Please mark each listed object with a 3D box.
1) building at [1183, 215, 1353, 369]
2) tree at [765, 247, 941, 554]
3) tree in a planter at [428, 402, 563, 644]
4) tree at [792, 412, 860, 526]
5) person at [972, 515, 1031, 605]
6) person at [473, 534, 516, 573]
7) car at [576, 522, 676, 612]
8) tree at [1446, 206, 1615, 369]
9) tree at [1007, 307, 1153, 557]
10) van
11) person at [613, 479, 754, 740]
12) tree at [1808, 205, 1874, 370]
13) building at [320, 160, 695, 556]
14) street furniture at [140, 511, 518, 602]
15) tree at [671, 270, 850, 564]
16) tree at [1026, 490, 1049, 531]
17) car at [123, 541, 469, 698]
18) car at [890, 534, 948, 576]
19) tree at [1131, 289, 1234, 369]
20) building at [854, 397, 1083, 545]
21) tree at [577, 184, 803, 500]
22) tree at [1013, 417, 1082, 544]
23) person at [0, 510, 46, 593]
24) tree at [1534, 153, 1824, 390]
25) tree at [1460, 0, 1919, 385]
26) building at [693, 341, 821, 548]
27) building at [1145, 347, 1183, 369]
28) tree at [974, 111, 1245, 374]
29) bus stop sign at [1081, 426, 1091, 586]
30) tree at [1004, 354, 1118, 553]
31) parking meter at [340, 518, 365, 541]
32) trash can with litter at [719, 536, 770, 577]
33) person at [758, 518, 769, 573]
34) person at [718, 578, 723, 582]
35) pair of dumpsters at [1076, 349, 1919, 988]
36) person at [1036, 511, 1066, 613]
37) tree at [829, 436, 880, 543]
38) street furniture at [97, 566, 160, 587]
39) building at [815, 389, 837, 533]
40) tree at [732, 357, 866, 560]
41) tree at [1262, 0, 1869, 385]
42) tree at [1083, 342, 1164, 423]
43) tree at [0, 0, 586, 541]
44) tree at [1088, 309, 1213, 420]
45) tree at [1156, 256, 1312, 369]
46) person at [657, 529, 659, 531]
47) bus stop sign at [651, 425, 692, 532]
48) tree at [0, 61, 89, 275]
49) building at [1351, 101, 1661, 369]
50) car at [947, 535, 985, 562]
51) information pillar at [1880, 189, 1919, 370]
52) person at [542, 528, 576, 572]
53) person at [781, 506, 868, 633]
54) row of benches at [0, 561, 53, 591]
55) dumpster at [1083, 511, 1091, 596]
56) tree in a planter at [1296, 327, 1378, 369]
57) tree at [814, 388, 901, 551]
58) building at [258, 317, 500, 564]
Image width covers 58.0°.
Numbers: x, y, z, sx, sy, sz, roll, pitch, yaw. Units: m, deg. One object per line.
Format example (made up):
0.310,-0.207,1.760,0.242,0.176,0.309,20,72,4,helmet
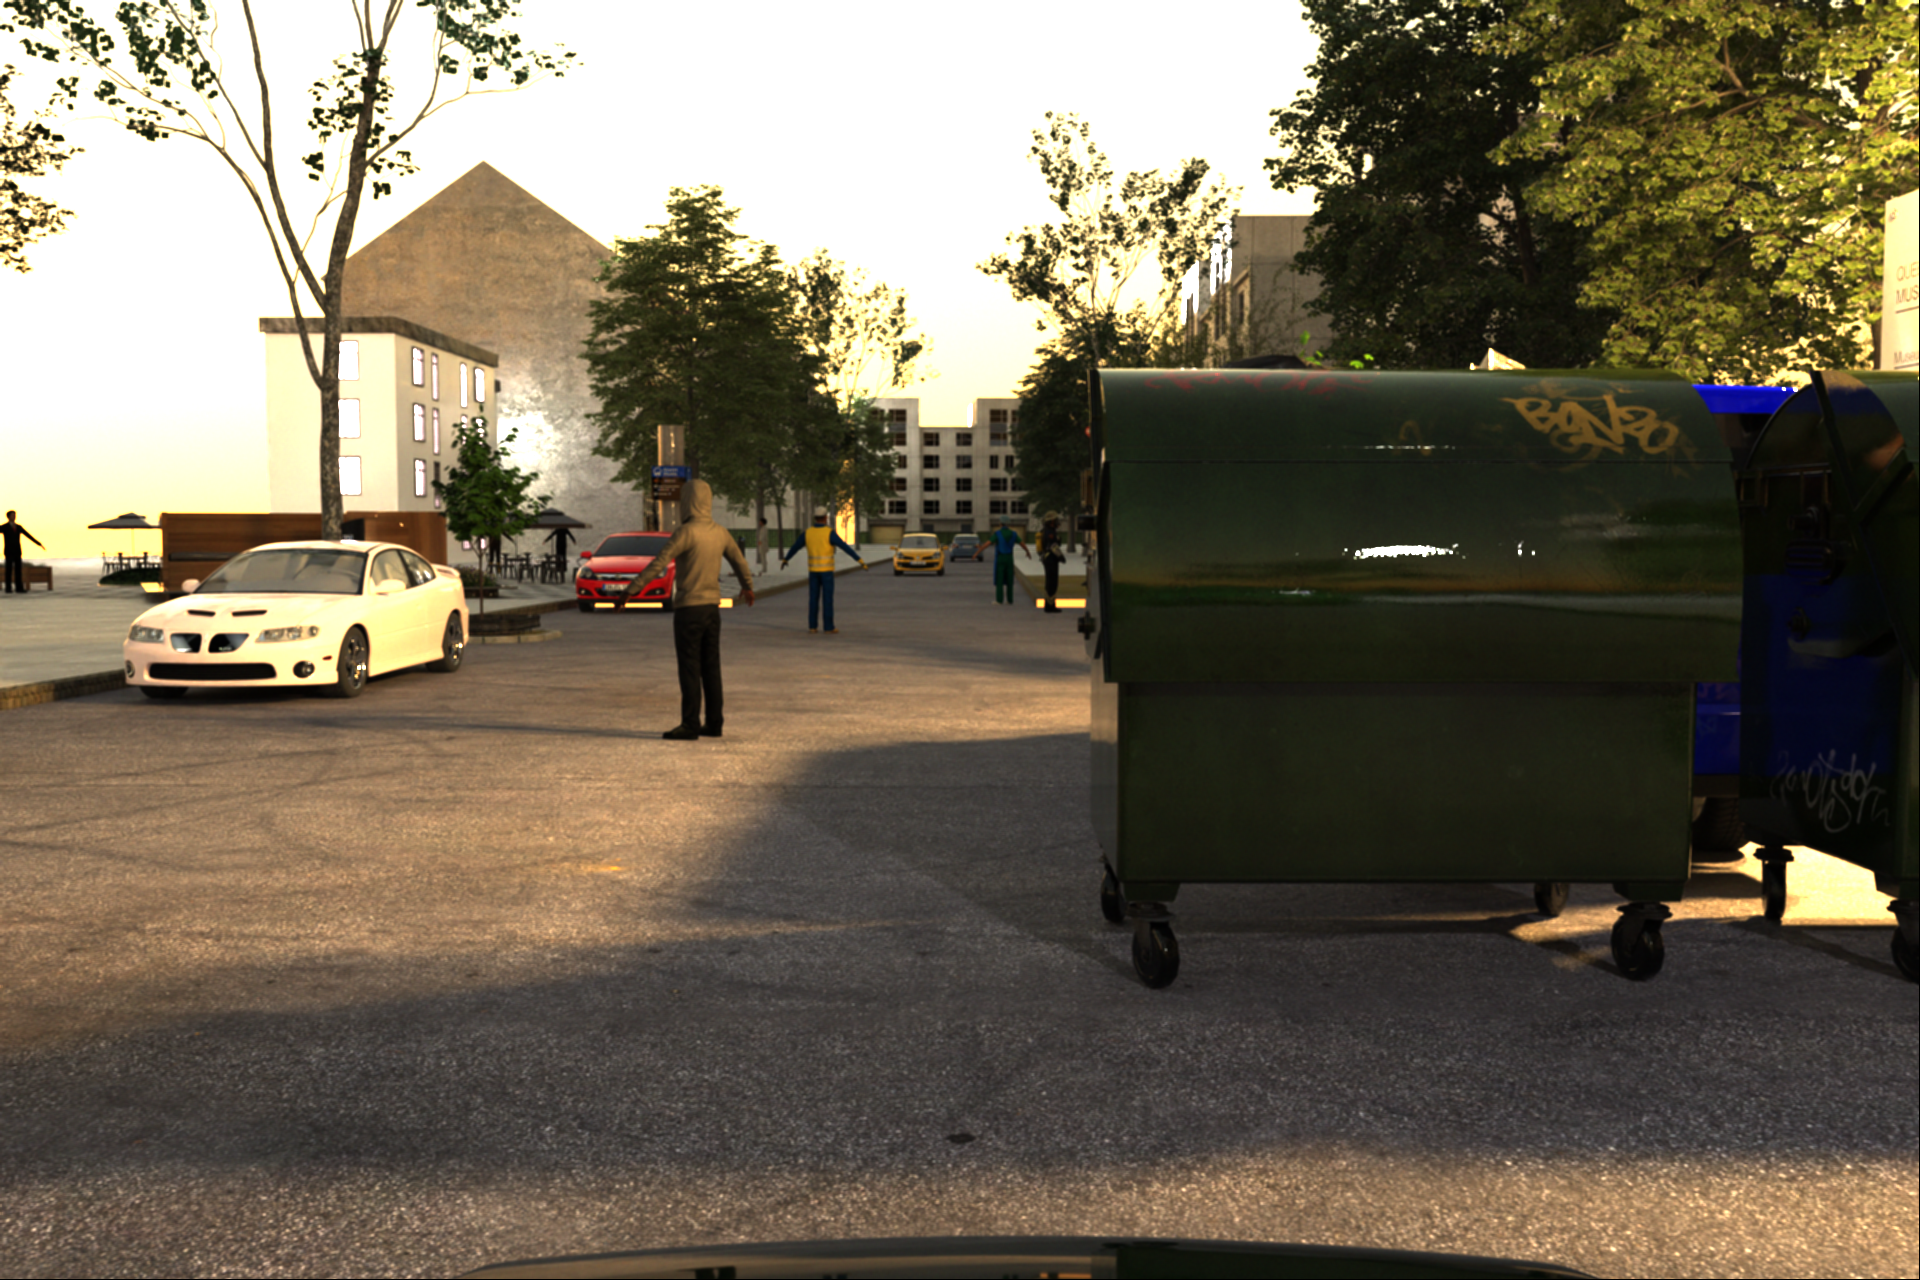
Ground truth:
23.536,-14.570,104.680,16.747,18.905,31.486,0,4,1,building
-7.668,-15.703,112.641,12.611,20.169,13.585,0,3,0,tree
-6.538,-1.611,23.569,1.991,3.239,1.994,0,4,1,tree in a planter
-7.920,-9.079,98.803,4.737,8.622,4.395,0,3,0,tree
0.885,-1.630,35.230,1.347,1.817,0.704,-2,4,-27,person
-15.257,-3.098,56.792,1.346,1.812,0.704,-1,4,-14,person
-6.086,-1.477,33.186,2.155,1.783,4.494,0,4,1,car
12.297,-5.360,37.993,4.360,8.622,3.978,0,3,0,tree
7.324,-11.713,98.171,9.857,13.997,8.962,0,3,0,tree
2.657,-0.313,9.509,2.240,2.365,5.245,0,4,1,van
-1.865,-0.219,12.161,0.705,1.813,1.348,2,4,35,person
19.261,-5.235,35.957,4.360,8.622,3.978,0,3,0,tree
-27.985,-17.154,111.403,19.493,23.208,18.063,0,3,0,building
-12.638,-1.843,36.987,9.812,1.723,11.010,-2,4,-26,street furniture
-8.567,-9.558,74.400,7.486,12.596,7.792,0,3,0,tree
7.376,-11.428,137.208,4.360,8.622,3.978,0,3,0,tree
-6.177,-0.262,16.642,2.083,1.381,4.827,0,4,1,car
-1.405,-3.077,60.528,2.015,1.641,3.980,0,4,1,car
6.837,-6.203,51.774,4.737,8.622,4.395,0,3,0,tree
1.695,-22.130,230.747,31.486,18.905,16.747,0,4,-3,building
-8.799,-8.460,56.444,7.486,12.596,7.792,0,3,0,tree
8.094,-11.937,129.581,8.767,10.594,7.601,0,4,5,tree
-20.583,-1.926,37.670,0.705,1.806,1.347,2,4,32,person
18.676,-7.353,45.985,9.928,11.665,9.643,0,3,0,tree
8.668,-6.026,16.659,7.486,12.596,7.792,0,3,0,tree
-23.611,-18.819,174.145,16.747,18.905,31.486,0,3,0,building
27.463,-18.616,170.835,16.747,18.905,31.486,0,4,1,building
5.860,-13.702,79.915,12.611,20.169,13.585,0,3,0,tree
3.439,-3.319,42.976,0.855,3.939,0.416,0,4,1,bus stop sign
7.615,-13.007,119.321,9.857,13.997,8.962,0,3,0,tree
-9.602,-1.161,27.389,0.372,1.533,0.369,0,3,0,parking meter
-6.553,-2.571,53.100,1.678,1.210,2.233,0,4,2,trash can with litter
-6.561,-3.141,57.540,0.705,1.806,1.347,0,4,-5,person
-6.482,-2.277,46.488,0.599,1.433,0.991,1,4,21,person
2.616,-0.061,5.946,4.436,2.255,1.574,0,3,0,pair of dumpsters
1.702,-1.435,31.700,0.705,1.856,1.354,0,4,-7,person
-8.454,-10.682,125.008,4.360,8.622,3.978,0,3,0,tree
-19.641,-1.917,46.963,5.734,0.657,10.072,-1,4,-9,street furniture
-24.396,-22.735,202.652,19.493,23.208,18.063,0,3,0,building
-8.720,-9.193,84.725,8.767,10.594,7.601,0,4,-1,tree
9.661,-7.435,28.226,9.857,13.997,8.962,0,3,0,tree
6.794,-7.165,67.511,4.737,8.622,4.395,0,3,0,tree
-12.734,-10.844,33.185,12.611,20.169,13.585,0,3,0,tree
6.518,-6.523,57.010,4.737,8.622,4.395,0,3,0,tree
7.766,-5.806,45.288,4.360,8.622,3.978,0,3,0,tree
-7.661,-2.370,45.477,1.216,1.740,0.721,1,4,16,person
-7.002,-3.247,42.104,0.837,3.901,0.837,0,4,1,bus stop sign
-12.221,-5.023,16.537,8.767,10.594,7.601,3,5,40,tree
23.983,-13.815,82.303,16.016,20.090,11.380,0,4,1,building
0.341,-4.821,90.829,2.014,1.417,4.499,0,4,0,car
6.599,-1.236,11.518,0.184,3.620,1.656,0,4,1,information pillar
-13.545,-3.229,58.730,0.705,1.837,1.347,3,5,41,person
-1.999,-1.019,25.079,1.349,1.833,0.705,1,4,17,person
-22.660,-1.506,40.084,4.104,0.672,1.422,2,4,26,row of benches
3.126,-1.359,30.444,1.865,1.857,1.264,0,4,0,dumpster
3.043,-1.090,15.048,1.991,3.239,1.994,0,4,2,tree in a planter
-8.124,-13.204,134.016,7.486,12.596,7.792,0,3,0,tree
-26.124,-8.500,81.125,9.099,9.664,28.070,0,4,1,building
